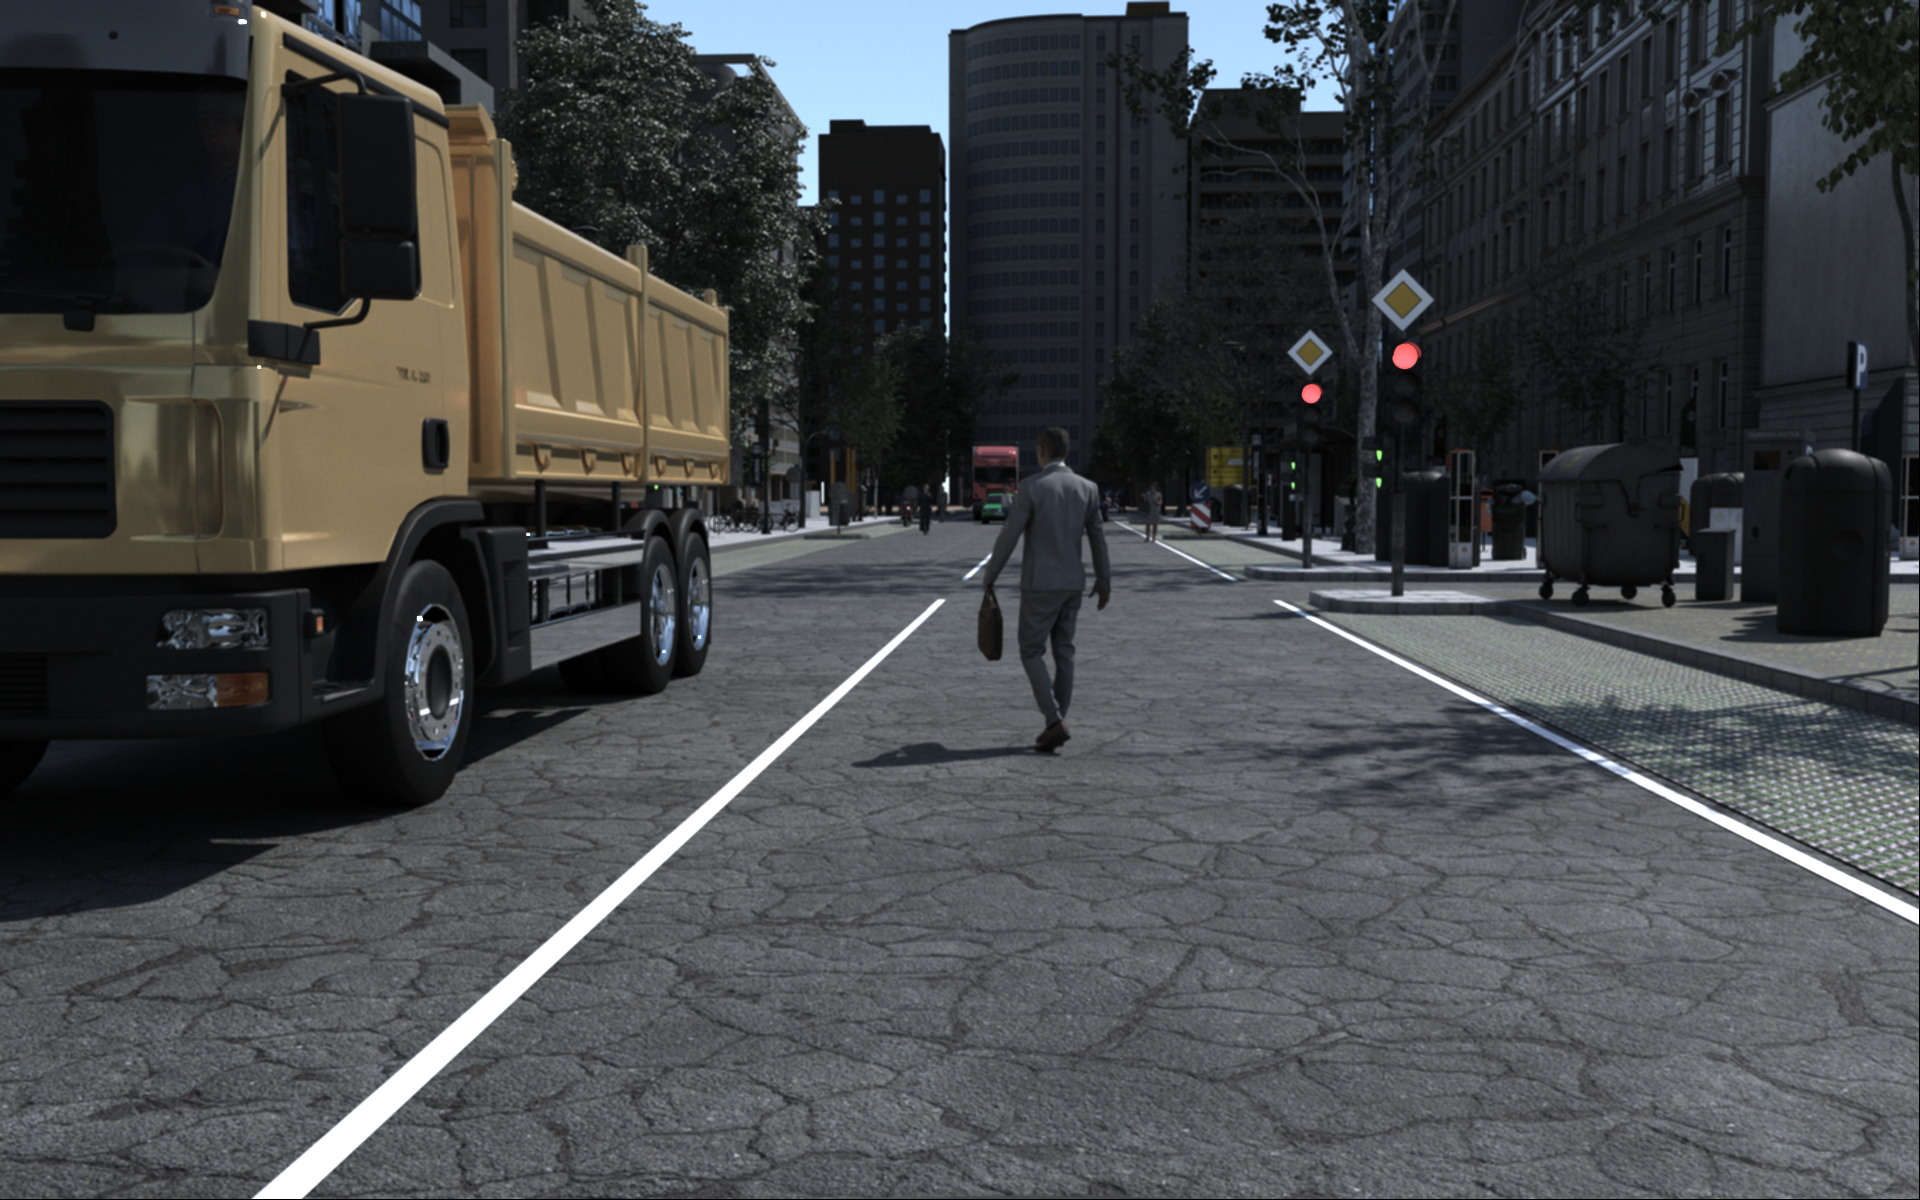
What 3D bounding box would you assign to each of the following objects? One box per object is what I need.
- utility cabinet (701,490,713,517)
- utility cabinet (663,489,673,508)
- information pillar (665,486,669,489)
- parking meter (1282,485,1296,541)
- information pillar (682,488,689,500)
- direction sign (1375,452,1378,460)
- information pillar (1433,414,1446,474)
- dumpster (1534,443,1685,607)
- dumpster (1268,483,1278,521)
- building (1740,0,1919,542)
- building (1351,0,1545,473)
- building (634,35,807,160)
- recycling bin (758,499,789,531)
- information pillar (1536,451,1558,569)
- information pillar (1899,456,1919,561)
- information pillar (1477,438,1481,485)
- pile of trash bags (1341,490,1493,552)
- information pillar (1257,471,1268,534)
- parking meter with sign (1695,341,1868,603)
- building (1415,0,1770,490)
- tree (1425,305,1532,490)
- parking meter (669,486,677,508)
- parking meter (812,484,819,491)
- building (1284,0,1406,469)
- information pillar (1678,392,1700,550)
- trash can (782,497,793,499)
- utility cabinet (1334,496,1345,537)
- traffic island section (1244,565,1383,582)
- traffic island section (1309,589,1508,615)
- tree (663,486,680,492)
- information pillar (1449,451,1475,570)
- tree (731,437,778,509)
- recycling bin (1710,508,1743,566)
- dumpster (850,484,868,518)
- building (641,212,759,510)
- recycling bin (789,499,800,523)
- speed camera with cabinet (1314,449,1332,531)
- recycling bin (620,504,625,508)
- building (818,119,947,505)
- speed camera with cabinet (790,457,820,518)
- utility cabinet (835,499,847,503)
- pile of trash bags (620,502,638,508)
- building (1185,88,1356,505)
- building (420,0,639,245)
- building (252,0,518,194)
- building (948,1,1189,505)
[{"bbox_3d":[-13.972,-5.326,95.765,0.318,1.500,1.173,-2,4,-26],"label":"utility cabinet"},{"bbox_3d":[-12.438,-3.844,71.533,1.173,1.500,0.318,2,4,24],"label":"utility cabinet"},{"bbox_3d":[-17.454,-6.066,103.668,0.304,2.012,0.304,2,4,33],"label":"information pillar"},{"bbox_3d":[9.025,-2.391,47.496,0.372,1.533,0.369,0,3,0],"label":"parking meter"},{"bbox_3d":[-15.725,-5.795,99.232,0.304,2.012,0.304,0,4,0],"label":"information pillar"},{"bbox_3d":[20.448,-5.723,85.563,0.379,3.537,0.876,-1,4,-11],"label":"direction sign"},{"bbox_3d":[14.125,-3.648,51.001,0.183,3.616,0.504,-1,4,-21],"label":"information pillar"},{"bbox_3d":[7.625,-0.893,20.365,1.264,1.857,1.865,0,4,3],"label":"dumpster"},{"bbox_3d":[15.665,-4.776,83.839,1.264,1.857,1.865,0,4,3],"label":"dumpster"},{"bbox_3d":[32.875,-11.154,46.995,19.286,19.102,10.561,0,4,3],"label":"building"},{"bbox_3d":[43.393,-26.197,120.204,32.217,40.220,23.993,0,4,3],"label":"building"},{"bbox_3d":[-26.694,-28.187,152.737,23.993,40.220,32.217,0,4,3],"label":"building"},{"bbox_3d":[-6.661,-2.983,61.328,0.722,1.027,0.722,-3,5,-41],"label":"recycling bin"},{"bbox_3d":[10.032,-1.536,29.609,0.304,2.012,0.304,1,4,13],"label":"information pillar"},{"bbox_3d":[18.358,-1.770,33.428,0.304,2.012,0.304,1,4,11],"label":"information pillar"},{"bbox_3d":[21.563,-4.936,72.053,0.183,3.616,0.504,1,4,21],"label":"information pillar"},{"bbox_3d":[10.289,-1.776,38.784,3.447,1.369,1.912,1,4,13],"label":"pile of trash bags"},{"bbox_3d":[9.677,-3.114,55.403,0.304,2.012,0.304,1,4,16],"label":"information pillar"},{"bbox_3d":[9.662,-1.480,20.465,1.738,3.016,0.543,3,5,41],"label":"parking meter with sign"},{"bbox_3d":[32.464,-17.938,90.557,12.463,27.353,25.104,0,4,3],"label":"building"},{"bbox_3d":[20.543,-7.197,68.038,4.737,8.622,4.395,0,3,0],"label":"tree"},{"bbox_3d":[-16.755,-5.841,101.208,0.399,1.863,0.255,1,4,22],"label":"parking meter"},{"bbox_3d":[-8.046,-5.553,96.496,0.399,1.863,0.255,-1,4,-9],"label":"parking meter"},{"bbox_3d":[41.093,-51.011,146.701,22.319,86.520,31.000,0,4,3],"label":"building"},{"bbox_3d":[16.784,-2.967,39.868,0.183,3.616,0.504,-1,4,-20],"label":"information pillar"},{"bbox_3d":[-9.678,-5.247,97.446,0.748,1.137,0.748,0,3,0],"label":"trash can"},{"bbox_3d":[11.629,-2.454,51.283,1.020,1.237,0.306,0,4,-3],"label":"utility cabinet"},{"bbox_3d":[5.984,-0.458,29.765,2.009,0.180,2.903,0,4,3],"label":"traffic island section"},{"bbox_3d":[5.525,0.030,21.793,2.009,0.180,2.903,0,4,3],"label":"traffic island section"},{"bbox_3d":[-15.132,-6.313,86.931,4.285,4.588,4.351,0,3,0],"label":"tree"},{"bbox_3d":[8.550,-1.531,29.527,0.304,2.012,0.304,-1,4,-9],"label":"information pillar"},{"bbox_3d":[-12.190,-7.101,99.820,4.285,4.588,4.351,0,3,0],"label":"tree"},{"bbox_3d":[13.954,-1.136,31.132,0.722,1.027,0.722,3,5,43],"label":"recycling bin"},{"bbox_3d":[-5.768,-5.447,94.825,1.264,1.857,1.865,0,4,3],"label":"dumpster"},{"bbox_3d":[-30.422,-16.917,121.626,27.650,21.520,28.899,0,4,3],"label":"building"},{"bbox_3d":[-7.434,-3.994,77.857,0.722,1.027,0.722,0,4,8],"label":"recycling bin"},{"bbox_3d":[12.285,-4.008,59.869,2.038,3.252,0.660,-1,4,-10],"label":"speed camera with cabinet"},{"bbox_3d":[-8.783,-1.854,42.871,0.722,1.027,0.722,3,4,38],"label":"recycling bin"},{"bbox_3d":[-9.088,-34.257,210.217,14.200,45.320,14.600,0,4,3],"label":"building"},{"bbox_3d":[-8.340,-6.053,93.299,0.660,3.252,2.038,2,4,29],"label":"speed camera with cabinet"},{"bbox_3d":[-5.947,-4.660,87.357,0.306,1.237,1.020,2,4,32],"label":"utility cabinet"},{"bbox_3d":[-15.632,-4.197,78.377,3.447,1.369,1.912,2,4,35],"label":"pile of trash bags"},{"bbox_3d":[37.927,-35.882,210.373,21.600,48.544,21.300,0,4,3],"label":"building"},{"bbox_3d":[-25.333,-19.493,90.413,14.160,30.474,14.107,0,4,3],"label":"building"},{"bbox_3d":[-29.206,-45.609,58.378,22.319,86.520,31.000,0,4,3],"label":"building"},{"bbox_3d":[12.911,-40.986,212.126,28.212,58.520,21.231,0,4,3],"label":"building"}]
